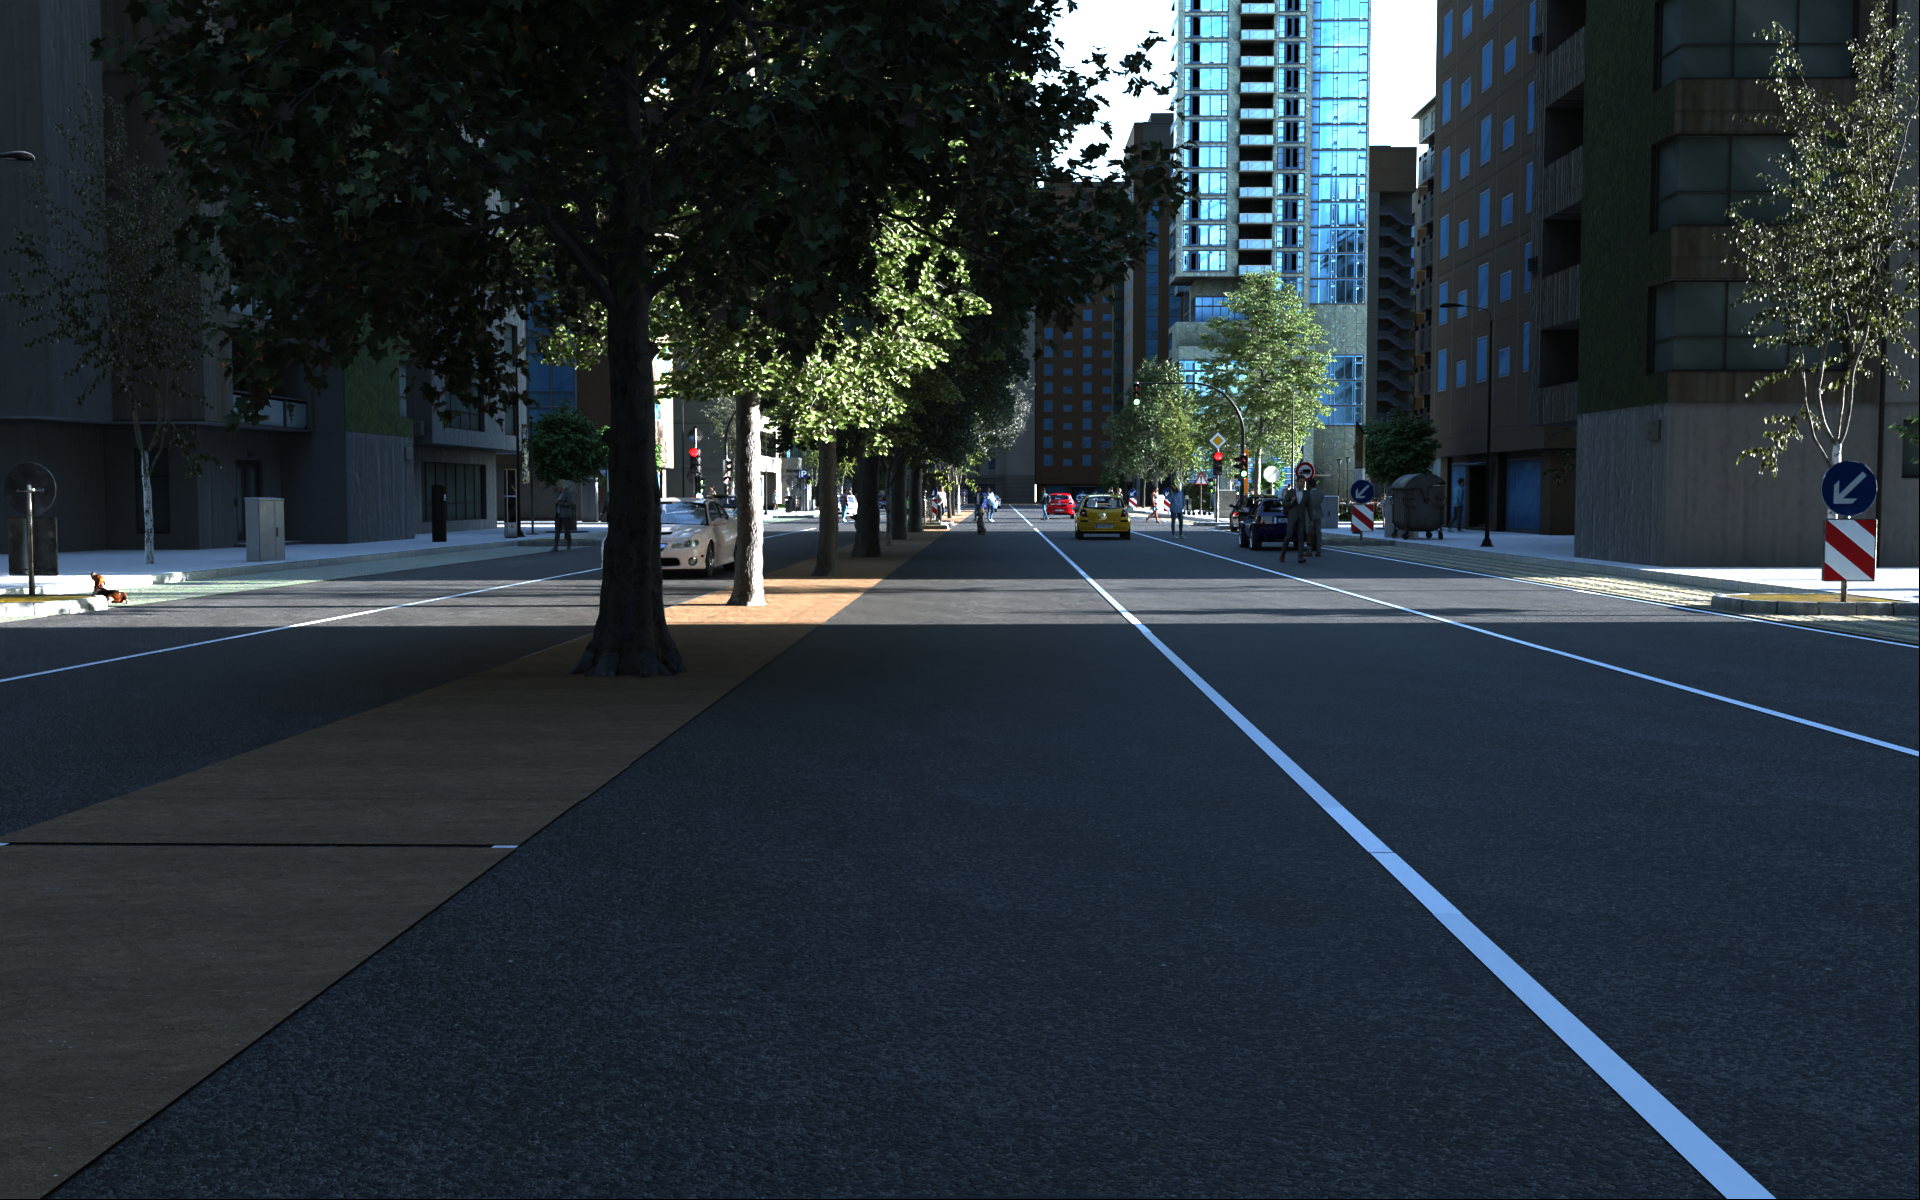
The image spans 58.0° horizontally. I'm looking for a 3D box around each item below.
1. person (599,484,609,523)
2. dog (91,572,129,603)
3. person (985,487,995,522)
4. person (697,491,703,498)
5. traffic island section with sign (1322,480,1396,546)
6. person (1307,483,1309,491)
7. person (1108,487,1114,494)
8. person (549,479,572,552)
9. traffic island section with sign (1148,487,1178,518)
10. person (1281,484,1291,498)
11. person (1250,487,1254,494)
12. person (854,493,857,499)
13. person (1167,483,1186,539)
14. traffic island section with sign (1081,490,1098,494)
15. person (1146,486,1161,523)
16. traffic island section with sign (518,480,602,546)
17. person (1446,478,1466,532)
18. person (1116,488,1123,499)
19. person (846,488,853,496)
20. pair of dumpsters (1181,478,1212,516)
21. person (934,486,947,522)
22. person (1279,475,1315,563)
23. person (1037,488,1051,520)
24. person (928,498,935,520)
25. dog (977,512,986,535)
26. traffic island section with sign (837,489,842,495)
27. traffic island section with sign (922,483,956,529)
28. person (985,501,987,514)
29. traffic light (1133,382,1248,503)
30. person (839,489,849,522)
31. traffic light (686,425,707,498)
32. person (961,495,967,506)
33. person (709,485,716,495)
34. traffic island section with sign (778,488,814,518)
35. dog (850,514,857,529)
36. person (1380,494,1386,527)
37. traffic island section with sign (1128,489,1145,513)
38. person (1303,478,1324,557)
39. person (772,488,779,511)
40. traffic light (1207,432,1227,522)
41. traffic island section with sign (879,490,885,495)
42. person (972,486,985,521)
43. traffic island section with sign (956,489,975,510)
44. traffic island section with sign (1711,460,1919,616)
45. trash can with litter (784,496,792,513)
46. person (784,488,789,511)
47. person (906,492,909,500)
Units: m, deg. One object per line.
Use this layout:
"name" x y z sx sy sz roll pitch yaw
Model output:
"person" -7.778 -1.830 38.818 0.661 1.777 0.834 1 4 17
"dog" -11.202 -0.152 22.674 0.550 0.427 0.748 -3 4 -36
"person" 1.557 -4.981 90.203 0.793 1.790 0.793 1 4 16
"person" -12.722 -4.671 84.219 0.330 1.601 0.589 3 5 39
"traffic island section with sign" 11.015 -2.444 48.595 1.989 1.847 2.006 0 4 1
"person" 10.313 -2.568 50.756 0.793 1.790 0.793 0 4 2
"person" 9.489 -6.215 109.472 0.474 1.900 0.648 -1 4 -13
"person" -9.906 -2.105 43.098 0.537 1.800 0.526 3 5 42
"traffic island section with sign" 12.229 -5.778 103.102 1.989 1.847 2.006 0 4 1
"person" 16.297 -4.891 86.199 0.473 1.802 0.592 -2 4 -31
"person" 21.491 -7.385 127.148 0.716 1.782 0.532 -2 4 -31
"person" -8.282 -8.023 140.026 0.721 1.781 0.623 1 4 12
"person" 6.962 -2.866 55.628 0.793 1.790 0.793 -3 5 -43
"traffic island section with sign" 13.932 -10.496 180.239 1.989 1.847 2.006 0 4 1
"person" 9.562 -4.705 85.525 0.778 1.811 0.616 1 4 19
"traffic island section with sign" -11.018 -2.409 48.019 1.989 1.847 2.006 0 4 1
"person" 16.689 -3.190 58.219 0.620 1.820 0.660 -1 4 -10
"person" 9.344 -5.717 102.394 0.534 1.772 0.576 3 4 36
"person" -7.159 -6.276 110.925 0.655 1.846 0.447 1 4 12
"pair of dumpsters" 14.328 -6.255 104.769 1.574 2.255 4.437 0 4 1
"person" -0.968 -4.595 83.479 0.661 1.843 0.795 -2 4 -33
"person" 7.023 -1.689 36.076 0.622 1.834 0.822 -1 4 -13
"person" 4.629 -5.281 95.199 0.721 1.781 0.623 1 4 15
"person" -1.515 -5.276 96.575 0.330 1.601 0.589 2 4 33
"dog" 0.666 -2.697 60.931 0.513 0.831 0.800 2 4 28
"traffic island section with sign" -9.200 -7.457 130.545 1.989 1.847 2.006 0 4 1
"traffic island section with sign" -1.308 -4.301 78.456 2.006 1.907 1.989 0 4 1
"person" 1.998 -6.783 123.688 0.425 1.301 0.394 1 4 19
"traffic light" 9.362 -5.850 70.318 4.771 5.953 1.251 0 4 1
"person" -6.049 -4.951 90.287 0.563 1.720 0.643 2 4 34
"traffic light" -10.801 -5.013 70.887 0.839 4.253 0.868 0 4 1
"person" 0.498 -12.110 207.441 0.756 1.711 0.436 0 4 -4
"person" -14.420 -5.733 100.119 0.599 1.781 0.374 1 4 21
"traffic island section with sign" -9.793 -5.808 103.596 1.989 1.847 2.006 0 4 1
"dog" -2.967 -2.253 53.673 0.800 0.831 0.513 3 5 42
"person" 16.528 -3.484 67.291 0.425 1.301 0.394 0 4 6
"traffic island section with sign" 12.811 -7.427 130.051 1.989 1.847 2.006 0 4 1
"person" 8.098 -1.908 39.882 0.511 1.800 0.466 -2 4 -32
"person" -14.150 -7.687 132.469 0.466 1.731 0.760 -2 4 -30
"traffic light" 11.631 -5.473 78.397 0.839 4.253 0.868 0 4 1
"traffic island section with sign" -8.087 -10.526 180.733 1.989 1.847 2.006 0 4 1
"person" 0.996 -4.919 88.907 0.794 1.824 0.713 2 4 33
"traffic island section with sign" 0.342 -8.895 153.577 2.006 1.907 1.989 0 4 1
"traffic island section with sign" 10.412 -0.772 21.244 1.989 1.847 2.006 0 4 1
"trash can with litter" -11.882 -6.604 119.367 0.624 1.170 1.055 -1 4 -11
"person" -13.278 -7.793 133.803 0.624 1.780 0.694 -1 4 -11
"person" -6.561 -12.765 217.882 1.217 1.739 0.721 -1 4 -10
